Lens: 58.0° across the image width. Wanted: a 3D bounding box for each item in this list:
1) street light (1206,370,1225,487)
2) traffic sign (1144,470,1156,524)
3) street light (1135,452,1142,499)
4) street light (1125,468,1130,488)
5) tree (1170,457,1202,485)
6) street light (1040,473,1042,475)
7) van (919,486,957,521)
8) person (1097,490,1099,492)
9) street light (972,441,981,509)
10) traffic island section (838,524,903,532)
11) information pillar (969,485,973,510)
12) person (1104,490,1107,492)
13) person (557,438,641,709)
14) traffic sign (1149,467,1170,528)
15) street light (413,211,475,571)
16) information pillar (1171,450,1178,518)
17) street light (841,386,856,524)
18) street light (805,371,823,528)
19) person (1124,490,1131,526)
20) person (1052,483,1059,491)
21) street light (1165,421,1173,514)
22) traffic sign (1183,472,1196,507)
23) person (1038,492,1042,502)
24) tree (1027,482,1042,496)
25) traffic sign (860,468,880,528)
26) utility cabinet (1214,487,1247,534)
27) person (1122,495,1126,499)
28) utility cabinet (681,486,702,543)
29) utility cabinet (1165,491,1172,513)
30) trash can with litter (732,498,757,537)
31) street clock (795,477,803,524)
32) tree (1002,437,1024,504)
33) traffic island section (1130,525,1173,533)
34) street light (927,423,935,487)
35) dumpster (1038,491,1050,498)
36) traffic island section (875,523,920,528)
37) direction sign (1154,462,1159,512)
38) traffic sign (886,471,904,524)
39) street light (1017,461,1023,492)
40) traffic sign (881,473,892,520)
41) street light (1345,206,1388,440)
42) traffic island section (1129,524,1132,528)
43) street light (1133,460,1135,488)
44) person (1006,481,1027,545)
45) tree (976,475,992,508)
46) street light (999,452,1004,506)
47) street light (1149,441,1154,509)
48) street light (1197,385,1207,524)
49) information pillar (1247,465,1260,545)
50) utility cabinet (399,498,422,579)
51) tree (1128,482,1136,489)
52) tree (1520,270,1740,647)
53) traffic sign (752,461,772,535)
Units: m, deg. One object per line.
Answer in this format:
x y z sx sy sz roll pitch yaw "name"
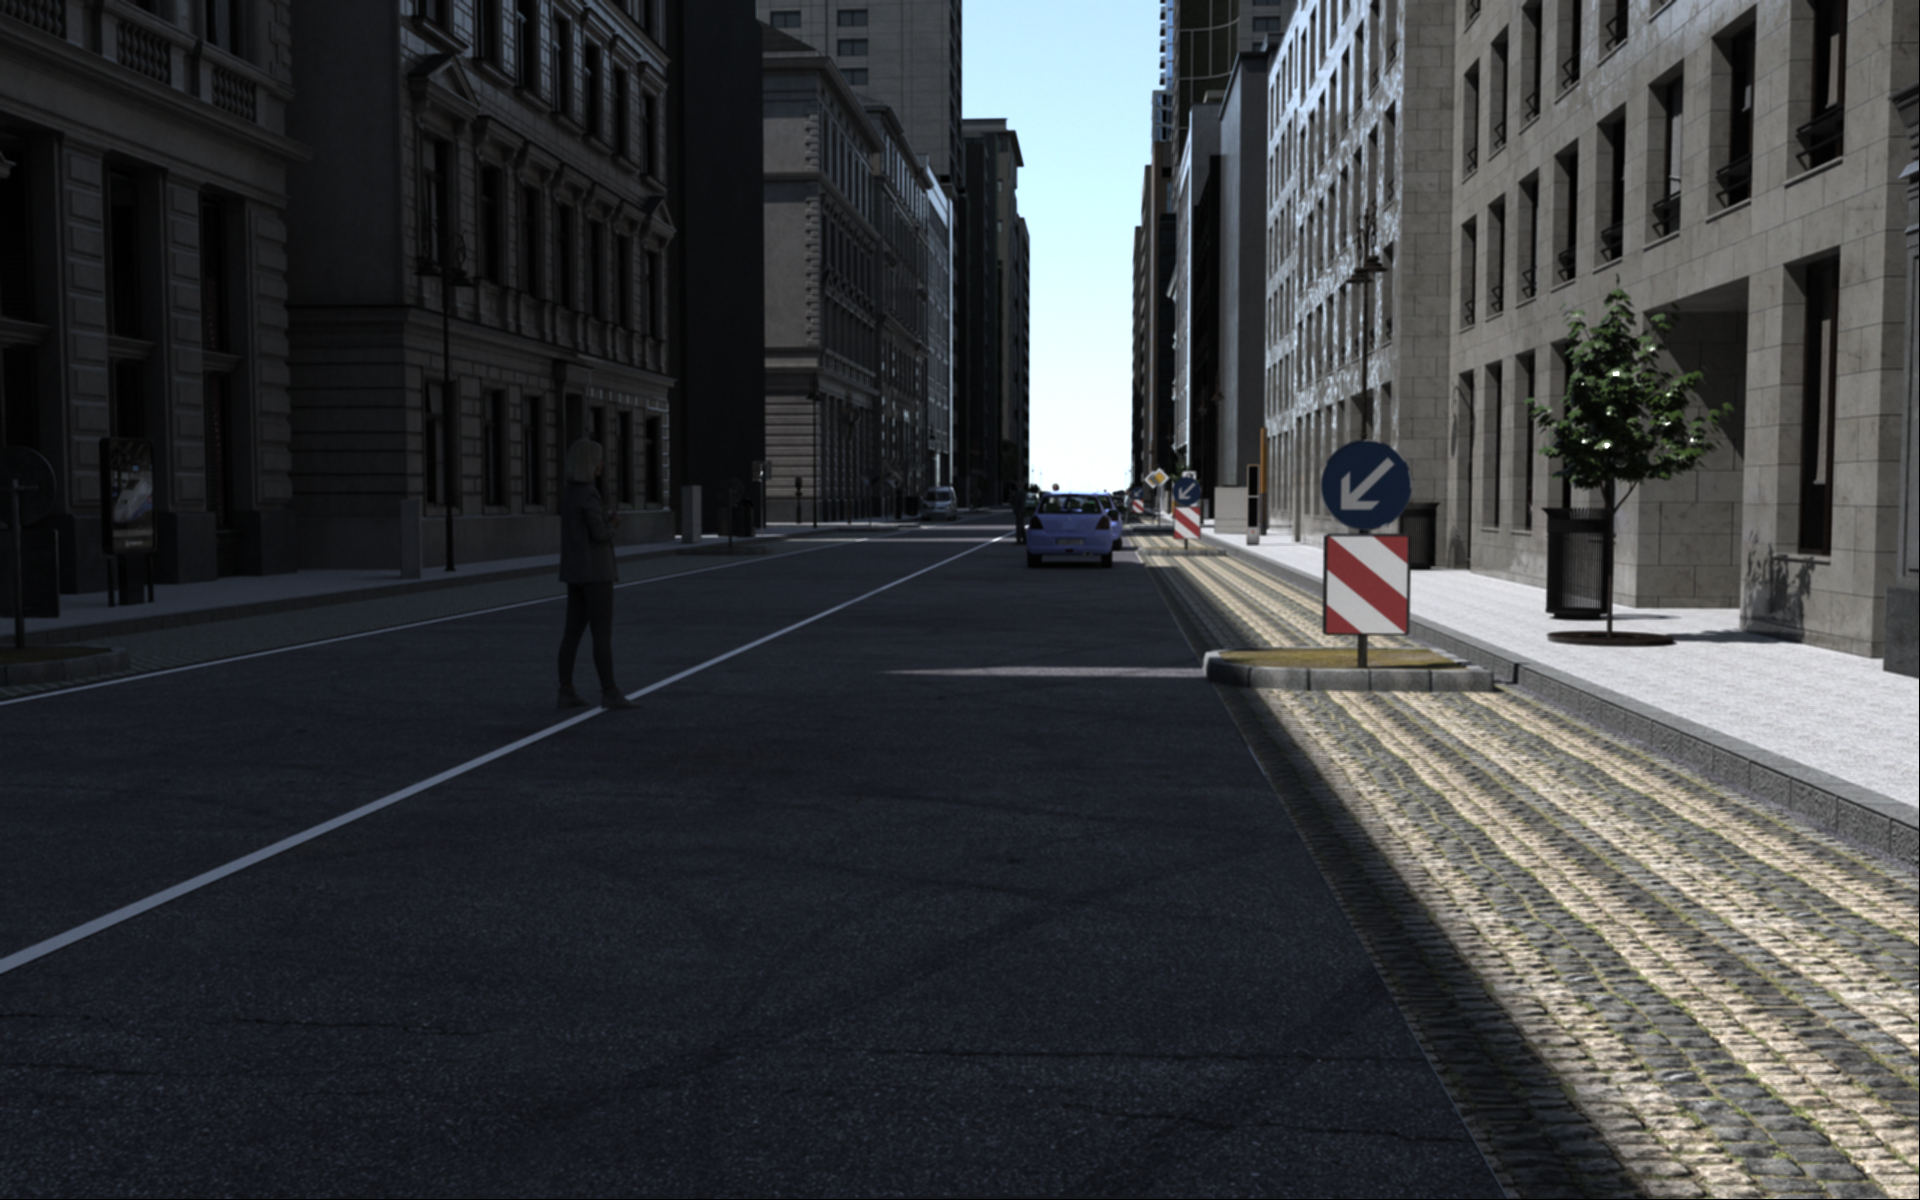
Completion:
9.570 -5.609 64.491 0.468 5.910 1.993 0 4 5 "street light"
8.135 -4.243 73.023 0.795 2.450 0.064 0 4 5 "traffic sign"
19.407 -13.053 186.203 0.468 5.910 1.993 0 4 5 "street light"
26.402 -18.154 269.610 0.468 5.910 1.993 0 4 5 "street light"
11.700 -5.819 89.745 1.663 3.219 1.824 0 3 0 "tree"
14.279 -20.392 306.198 0.468 5.910 1.993 0 4 5 "street light"
-1.100 -5.180 91.707 2.013 2.044 4.112 0 4 4 "van"
14.891 -10.966 187.654 0.709 1.838 0.599 2 4 23 "person"
1.561 -10.873 150.568 0.468 5.910 1.993 0 4 5 "street light"
-3.450 -2.677 66.042 2.009 0.180 2.903 0 4 5 "traffic island section"
0.904 -8.218 138.854 0.304 2.012 0.304 -1 4 -11 "information pillar"
12.810 -8.814 152.606 0.705 1.824 1.348 -1 4 -16 "person"
-2.463 -0.183 11.670 0.526 1.800 0.537 -1 4 -23 "person"
7.480 -3.757 65.064 0.795 2.450 0.064 0 4 5 "traffic sign"
-8.492 -3.418 28.673 0.468 5.910 1.993 0 4 5 "street light"
11.497 -6.194 92.624 0.183 3.616 0.504 3 4 36 "information pillar"
-4.761 -6.207 74.272 0.468 5.910 1.993 0 4 5 "street light"
-5.468 -5.650 65.159 0.468 5.910 1.993 0 4 5 "street light"
7.481 -4.088 77.148 0.330 1.601 0.589 2 4 24 "person"
2.862 -2.697 53.086 0.515 1.767 0.782 0 4 5 "person"
13.257 -8.379 109.778 0.468 5.910 1.993 0 4 5 "street light"
10.331 -4.642 78.024 0.606 2.300 0.079 1 4 9 "traffic sign"
11.683 -14.835 251.856 0.445 1.727 0.742 3 4 37 "person"
12.126 -17.388 278.890 1.663 3.219 1.824 0 3 0 "tree"
-3.426 -3.813 65.979 0.795 2.450 0.064 0 4 5 "traffic sign"
8.786 -2.871 55.625 1.173 1.500 0.318 1 4 22 "utility cabinet"
16.197 -9.751 168.641 0.721 1.743 1.217 -2 4 -33 "person"
-7.026 -2.236 45.243 0.318 1.500 1.173 0 4 3 "utility cabinet"
14.153 -6.640 117.236 0.318 1.500 1.173 1 4 22 "utility cabinet"
-6.408 -2.457 51.554 0.624 1.170 1.055 0 4 4 "trash can with litter"
-6.977 -4.304 74.948 0.358 2.002 0.471 0 4 4 "street clock"
6.226 -16.379 218.161 4.360 8.622 3.978 0 3 0 "tree"
7.504 -2.621 65.140 2.009 0.180 2.903 0 4 5 "traffic island section"
-1.785 -8.456 111.051 0.468 5.910 1.993 0 4 5 "street light"
12.795 -15.504 261.702 1.865 1.857 1.264 0 4 6 "dumpster"
-2.795 -3.163 74.000 2.009 0.180 2.903 0 4 5 "traffic island section"
13.989 -8.019 123.101 0.379 3.537 0.876 -1 4 -12 "direction sign"
-2.771 -4.299 73.937 0.795 2.450 0.064 0 4 5 "traffic sign"
8.319 -15.942 233.439 0.468 5.910 1.993 0 4 5 "street light"
-3.564 -5.031 84.386 0.606 2.300 0.079 1 4 13 "traffic sign"
6.581 -3.388 28.182 0.468 5.910 1.993 0 4 5 "street light"
8.159 -3.108 73.098 2.009 0.180 2.903 0 4 5 "traffic island section"
22.567 -15.315 223.182 0.468 5.910 1.993 0 4 5 "street light"
1.622 -2.463 48.947 0.590 1.801 0.661 0 4 -8 "person"
1.877 -9.958 157.411 1.663 3.219 1.824 0 3 0 "tree"
4.442 -13.123 187.343 0.468 5.910 1.993 0 4 5 "street light"
16.553 -10.807 149.476 0.468 5.910 1.993 0 4 5 "street light"
10.298 -6.159 73.480 0.468 5.910 1.993 0 4 5 "street light"
7.376 -2.388 43.542 0.304 2.012 0.304 1 4 12 "information pillar"
-8.431 -0.943 26.580 0.306 1.237 1.020 -1 4 -16 "utility cabinet"
24.706 -15.529 248.493 1.663 3.219 1.824 0 3 0 "tree"
5.529 -1.243 14.920 1.663 3.219 1.824 0 3 0 "tree"
-6.120 -3.143 53.520 0.606 2.300 0.079 0 4 7 "traffic sign"
